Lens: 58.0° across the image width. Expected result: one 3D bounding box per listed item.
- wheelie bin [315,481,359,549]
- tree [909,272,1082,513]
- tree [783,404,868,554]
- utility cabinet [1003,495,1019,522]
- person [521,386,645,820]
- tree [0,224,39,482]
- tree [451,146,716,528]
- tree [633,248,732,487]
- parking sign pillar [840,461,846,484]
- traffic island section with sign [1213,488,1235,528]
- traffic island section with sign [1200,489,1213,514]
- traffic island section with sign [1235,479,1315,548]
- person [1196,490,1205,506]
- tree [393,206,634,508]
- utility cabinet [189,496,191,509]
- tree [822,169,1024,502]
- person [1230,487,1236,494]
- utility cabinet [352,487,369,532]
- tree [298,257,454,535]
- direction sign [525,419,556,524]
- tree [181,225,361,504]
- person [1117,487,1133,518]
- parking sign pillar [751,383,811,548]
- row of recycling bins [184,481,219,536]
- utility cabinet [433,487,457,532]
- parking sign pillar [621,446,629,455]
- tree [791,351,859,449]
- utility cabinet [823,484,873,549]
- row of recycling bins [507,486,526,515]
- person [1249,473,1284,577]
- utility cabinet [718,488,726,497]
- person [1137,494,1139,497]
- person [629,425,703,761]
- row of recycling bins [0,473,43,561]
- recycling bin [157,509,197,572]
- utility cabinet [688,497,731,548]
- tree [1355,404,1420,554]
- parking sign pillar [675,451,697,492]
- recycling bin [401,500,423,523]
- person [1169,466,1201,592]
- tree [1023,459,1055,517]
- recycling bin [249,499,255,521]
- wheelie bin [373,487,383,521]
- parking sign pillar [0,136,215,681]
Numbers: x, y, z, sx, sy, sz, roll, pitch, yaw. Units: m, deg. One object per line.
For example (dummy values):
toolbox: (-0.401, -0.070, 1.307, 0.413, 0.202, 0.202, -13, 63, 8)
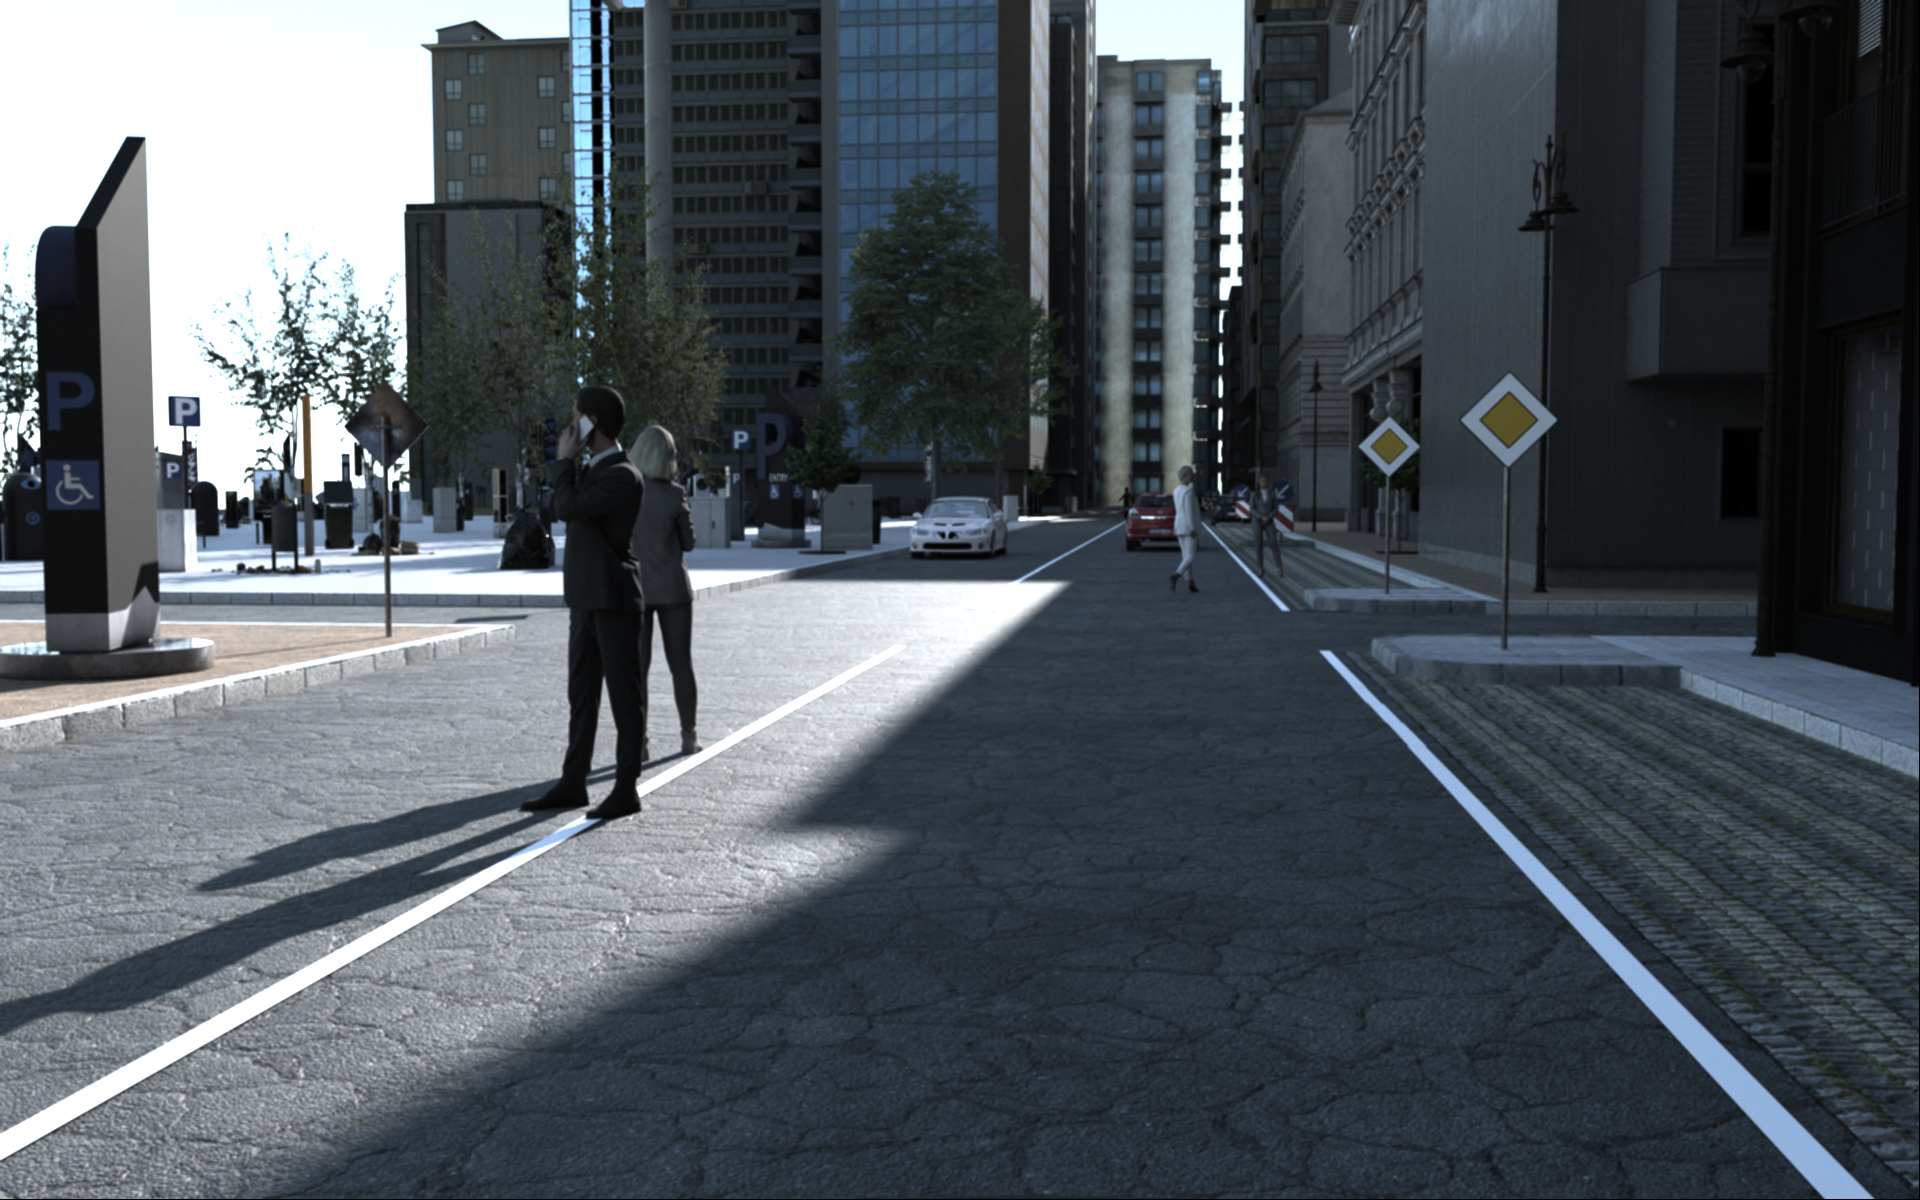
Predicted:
wheelie bin: (-14.643, -2.006, 40.712, 0.980, 1.594, 0.693, -2, 4, -23)
tree: (1.721, -9.571, 82.246, 9.928, 11.665, 9.643, 0, 3, 0)
tree: (-3.039, -2.616, 37.366, 1.663, 3.219, 1.824, 0, 3, 0)
utility cabinet: (2.371, -4.280, 81.133, 0.306, 1.237, 1.020, 2, 4, 30)
person: (-1.649, 0.010, 7.697, 0.474, 1.900, 0.648, -2, 4, -31)
tree: (-26.164, -5.988, 48.260, 4.360, 8.622, 3.978, 0, 3, 0)
tree: (-7.624, -5.341, 37.686, 4.737, 8.622, 4.395, 0, 3, 0)
tree: (-8.564, -6.193, 51.626, 4.360, 8.622, 3.978, 0, 3, 0)
parking sign pillar: (-6.707, -6.477, 94.374, 1.447, 3.967, 1.447, -1, 4, -14)
traffic island section with sign: (11.991, -4.019, 74.340, 1.989, 1.847, 2.006, 0, 4, 7)
traffic island section with sign: (18.056, -7.010, 123.241, 1.989, 1.847, 2.006, 0, 4, 7)
traffic island section with sign: (8.606, -2.357, 47.159, 1.989, 1.847, 2.006, 0, 4, 7)
person: (23.409, -9.810, 168.899, 1.348, 1.823, 0.705, 1, 4, 21)
tree: (-11.374, -5.721, 43.902, 4.360, 8.622, 3.978, 0, 3, 0)
utility cabinet: (-25.788, -2.866, 58.023, 0.306, 1.237, 1.020, -1, 4, -13)
tree: (-1.178, -8.753, 61.246, 7.486, 12.596, 7.792, 0, 3, 0)
person: (14.103, -4.950, 89.548, 0.853, 1.813, 0.709, 0, 4, -4)
utility cabinet: (-20.337, -3.054, 58.610, 1.173, 1.500, 0.318, 3, 4, 37)
tree: (-18.385, -6.320, 53.689, 4.737, 8.622, 4.395, 0, 3, 0)
direction sign: (-12.588, -3.673, 52.048, 0.876, 3.537, 0.379, 0, 4, -7)
tree: (-18.354, -5.902, 46.862, 4.360, 8.622, 3.978, 0, 3, 0)
person: (9.845, -5.758, 102.600, 1.348, 1.831, 0.705, -3, 5, -44)
parking sign pillar: (-4.292, -3.243, 41.487, 1.447, 3.967, 1.447, -3, 5, -45)
row of recycling bins: (-24.593, -2.817, 53.179, 3.534, 1.692, 1.069, 0, 4, -5)
utility cabinet: (-17.186, -3.000, 57.731, 0.318, 1.500, 1.173, 0, 4, 7)
parking sign pillar: (-14.760, -5.279, 74.790, 1.447, 3.967, 1.447, -2, 4, -31)
tree: (-6.849, -8.398, 87.673, 4.360, 8.622, 3.978, 0, 3, 0)
utility cabinet: (-2.600, -1.902, 39.782, 1.173, 1.500, 0.318, 0, 4, -7)
row of recycling bins: (-22.505, -4.877, 86.859, 1.069, 1.692, 3.534, -2, 4, -23)
person: (5.271, -1.284, 29.771, 0.520, 1.790, 0.573, -1, 4, -12)
utility cabinet: (-8.651, -3.407, 64.388, 0.318, 1.500, 1.173, 1, 4, 15)
person: (16.258, -8.893, 157.128, 0.421, 1.427, 0.697, -2, 4, -31)
person: (-1.707, -0.049, 9.485, 0.537, 1.800, 0.526, 0, 4, 4)
row of recycling bins: (-17.819, -1.638, 33.899, 1.069, 1.692, 3.534, 3, 5, 45)
recycling bin: (-13.129, -0.988, 28.700, 0.722, 1.027, 0.722, 0, 4, -8)
utility cabinet: (-5.964, -1.829, 41.061, 1.020, 1.237, 0.306, 1, 4, 17)
tree: (9.527, -2.626, 37.542, 1.663, 3.219, 1.824, 0, 3, 0)
parking sign pillar: (-14.642, -6.325, 91.882, 1.447, 3.967, 1.447, 0, 4, -2)
recycling bin: (-24.475, -3.961, 77.318, 0.722, 1.027, 0.722, -3, 5, -39)
person: (3.238, -1.023, 25.097, 0.818, 1.842, 0.514, -3, 5, -42)
tree: (4.255, -6.227, 96.413, 1.663, 3.219, 1.824, 0, 3, 0)
recycling bin: (-33.493, -4.302, 82.886, 0.722, 1.027, 0.722, 1, 4, 18)
wheelie bin: (-27.913, -4.544, 82.200, 0.693, 1.594, 0.980, 0, 4, 7)
parking sign pillar: (-6.214, -1.469, 12.498, 1.447, 3.967, 1.447, -1, 4, -10)
